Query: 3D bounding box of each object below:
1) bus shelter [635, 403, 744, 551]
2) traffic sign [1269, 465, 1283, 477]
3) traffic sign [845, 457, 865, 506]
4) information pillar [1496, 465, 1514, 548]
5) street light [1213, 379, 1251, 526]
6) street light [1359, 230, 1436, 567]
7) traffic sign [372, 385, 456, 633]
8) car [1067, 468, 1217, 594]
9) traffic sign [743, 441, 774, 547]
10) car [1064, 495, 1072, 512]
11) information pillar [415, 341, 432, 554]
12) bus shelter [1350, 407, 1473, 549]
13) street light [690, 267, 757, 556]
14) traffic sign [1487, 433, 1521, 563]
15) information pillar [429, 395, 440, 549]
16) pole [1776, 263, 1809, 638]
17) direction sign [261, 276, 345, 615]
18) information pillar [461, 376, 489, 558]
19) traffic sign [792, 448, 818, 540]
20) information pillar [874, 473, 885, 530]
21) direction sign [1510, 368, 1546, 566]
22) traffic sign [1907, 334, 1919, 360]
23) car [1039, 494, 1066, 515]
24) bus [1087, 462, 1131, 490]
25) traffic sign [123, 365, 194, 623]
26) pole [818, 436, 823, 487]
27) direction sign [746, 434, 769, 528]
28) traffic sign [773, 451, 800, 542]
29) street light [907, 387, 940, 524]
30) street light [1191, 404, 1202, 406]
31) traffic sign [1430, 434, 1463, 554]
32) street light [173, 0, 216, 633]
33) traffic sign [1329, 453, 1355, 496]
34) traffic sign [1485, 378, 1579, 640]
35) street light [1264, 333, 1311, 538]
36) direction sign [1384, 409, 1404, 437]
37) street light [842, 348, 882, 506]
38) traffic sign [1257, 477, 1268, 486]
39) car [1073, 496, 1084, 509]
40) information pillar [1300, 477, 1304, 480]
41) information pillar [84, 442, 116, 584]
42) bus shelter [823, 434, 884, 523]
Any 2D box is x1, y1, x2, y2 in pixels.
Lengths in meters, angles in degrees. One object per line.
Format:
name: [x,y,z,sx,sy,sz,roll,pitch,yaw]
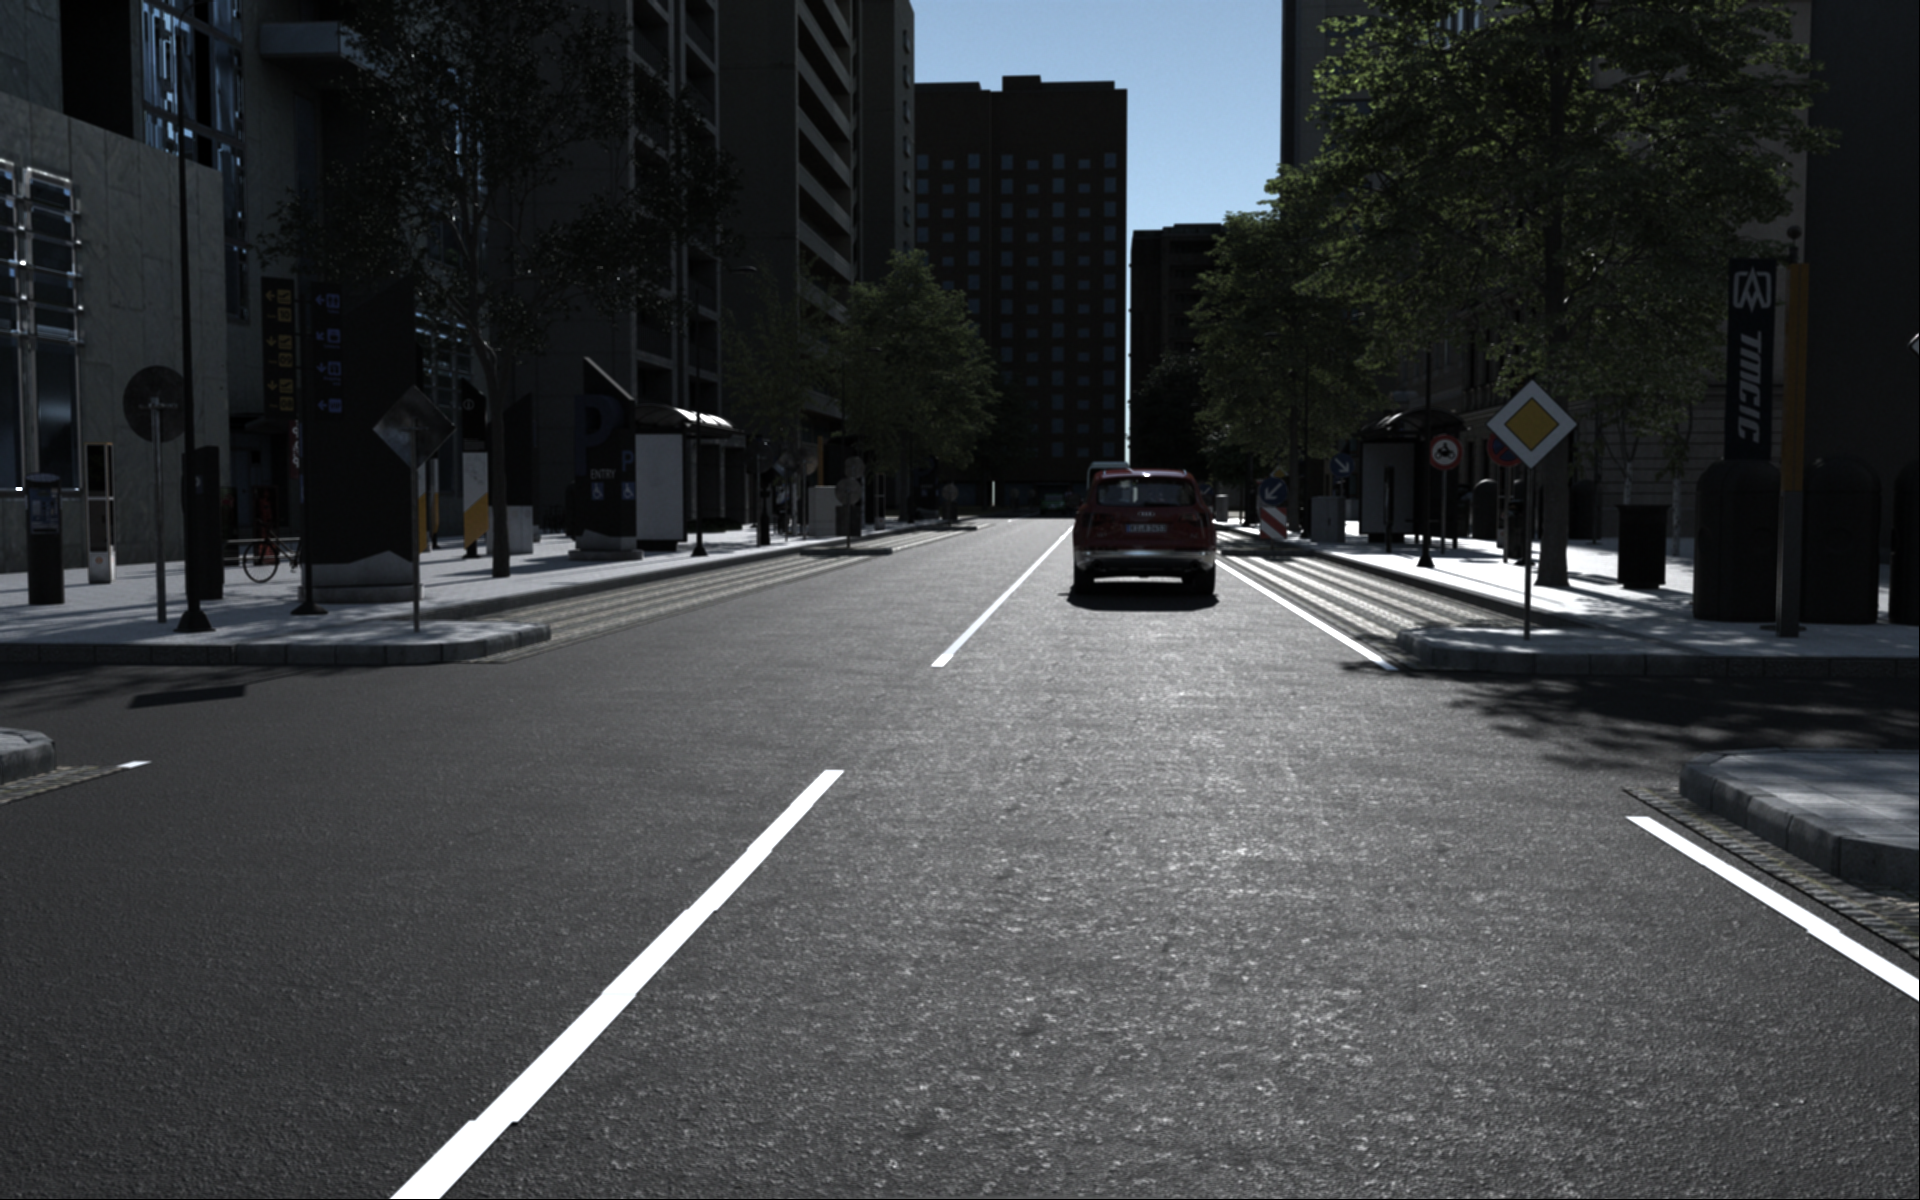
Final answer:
bus shelter: [-6.689,-2.893,41.222,2.014,3.302,5.546,0,4,5]
traffic sign: [12.554,-4.095,68.138,0.795,2.450,0.064,0,4,7]
traffic sign: [-3.610,-3.590,58.806,0.768,2.556,0.104,0,4,7]
information pillar: [12.966,-2.243,41.167,0.304,2.012,0.304,3,4,37]
street light: [11.006,-5.946,69.758,1.470,5.913,1.316,0,4,5]
street light: [7.663,-3.538,30.384,1.470,5.913,1.316,0,4,5]
traffic sign: [-5.034,-0.756,15.997,0.795,2.450,0.064,0,4,5]
car: [2.753,-1.081,26.352,2.281,1.827,5.304,0,4,4]
traffic sign: [-4.887,-2.558,41.925,0.768,2.556,0.104,1,4,14]
car: [8.347,-7.958,142.685,1.945,1.354,3.894,0,4,6]
information pillar: [-7.318,-1.927,22.854,0.504,3.616,0.183,-3,4,-37]
bus shelter: [11.099,-3.004,43.035,2.014,3.302,5.546,0,4,5]
street light: [-4.854,-3.858,35.627,1.470,5.913,1.316,0,4,5]
traffic sign: [10.163,-1.963,32.195,0.768,2.556,0.104,0,4,8]
information pillar: [-12.361,-3.018,40.699,0.183,3.616,0.504,-2,4,-29]
pole: [7.426,-1.321,15.449,0.158,3.312,0.155,0,3,0]
direction sign: [-6.958,-1.616,18.419,0.379,3.537,0.876,3,5,43]
information pillar: [-9.673,-2.639,34.506,0.504,3.616,0.183,0,4,1]
traffic sign: [-4.301,-2.918,47.814,0.768,2.556,0.104,1,4,10]
information pillar: [-2.838,-3.469,61.217,0.304,2.012,0.304,-1,4,-22]
direction sign: [10.175,-2.392,31.100,0.876,3.537,0.379,-2,4,-31]
traffic sign: [4.306,-0.217,7.184,0.795,2.450,0.064,0,4,5]
car: [6.491,-6.791,119.831,1.959,1.807,4.718,0,4,6]
bus: [9.194,-6.739,105.038,2.948,3.499,13.247,0,4,6]
traffic sign: [-7.950,-1.044,17.174,0.768,2.556,0.104,1,4,9]
pole: [-4.894,-4.094,60.783,0.158,3.312,0.155,0,3,0]
direction sign: [-7.836,-4.526,65.999,0.876,3.537,0.379,3,5,40]
traffic sign: [-4.667,-2.774,46.538,0.795,2.450,0.064,1,4,13]
street light: [-1.588,-6.276,75.147,1.470,5.913,1.316,0,4,5]
street light: [12.594,-7.151,89.452,1.470,5.913,1.316,0,4,5]
traffic sign: [10.302,-2.249,36.884,0.768,2.556,0.104,0,4,5]
street light: [-6.611,-2.655,15.947,1.470,5.913,1.316,0,4,5]
traffic sign: [11.884,-3.292,53.925,0.768,2.556,0.104,1,4,13]
traffic sign: [4.973,-0.703,15.141,0.795,2.450,0.064,0,4,5]
street light: [9.459,-4.741,50.061,1.470,5.913,1.316,0,4,5]
direction sign: [11.664,-3.342,46.637,0.876,3.537,0.379,-3,5,-40]
street light: [-3.190,-5.063,55.314,1.470,5.913,1.316,0,4,5]
traffic sign: [15.504,-5.464,89.444,0.768,2.556,0.104,0,4,7]
car: [10.002,-8.657,153.899,2.083,1.381,4.827,0,4,6]
information pillar: [14.356,-4.185,72.914,0.304,2.012,0.304,0,4,0]
information pillar: [-12.312,-1.242,24.806,0.304,2.012,0.304,-1,4,-12]
bus shelter: [-4.321,-4.837,70.365,1.731,3.624,6.357,0,4,5]
